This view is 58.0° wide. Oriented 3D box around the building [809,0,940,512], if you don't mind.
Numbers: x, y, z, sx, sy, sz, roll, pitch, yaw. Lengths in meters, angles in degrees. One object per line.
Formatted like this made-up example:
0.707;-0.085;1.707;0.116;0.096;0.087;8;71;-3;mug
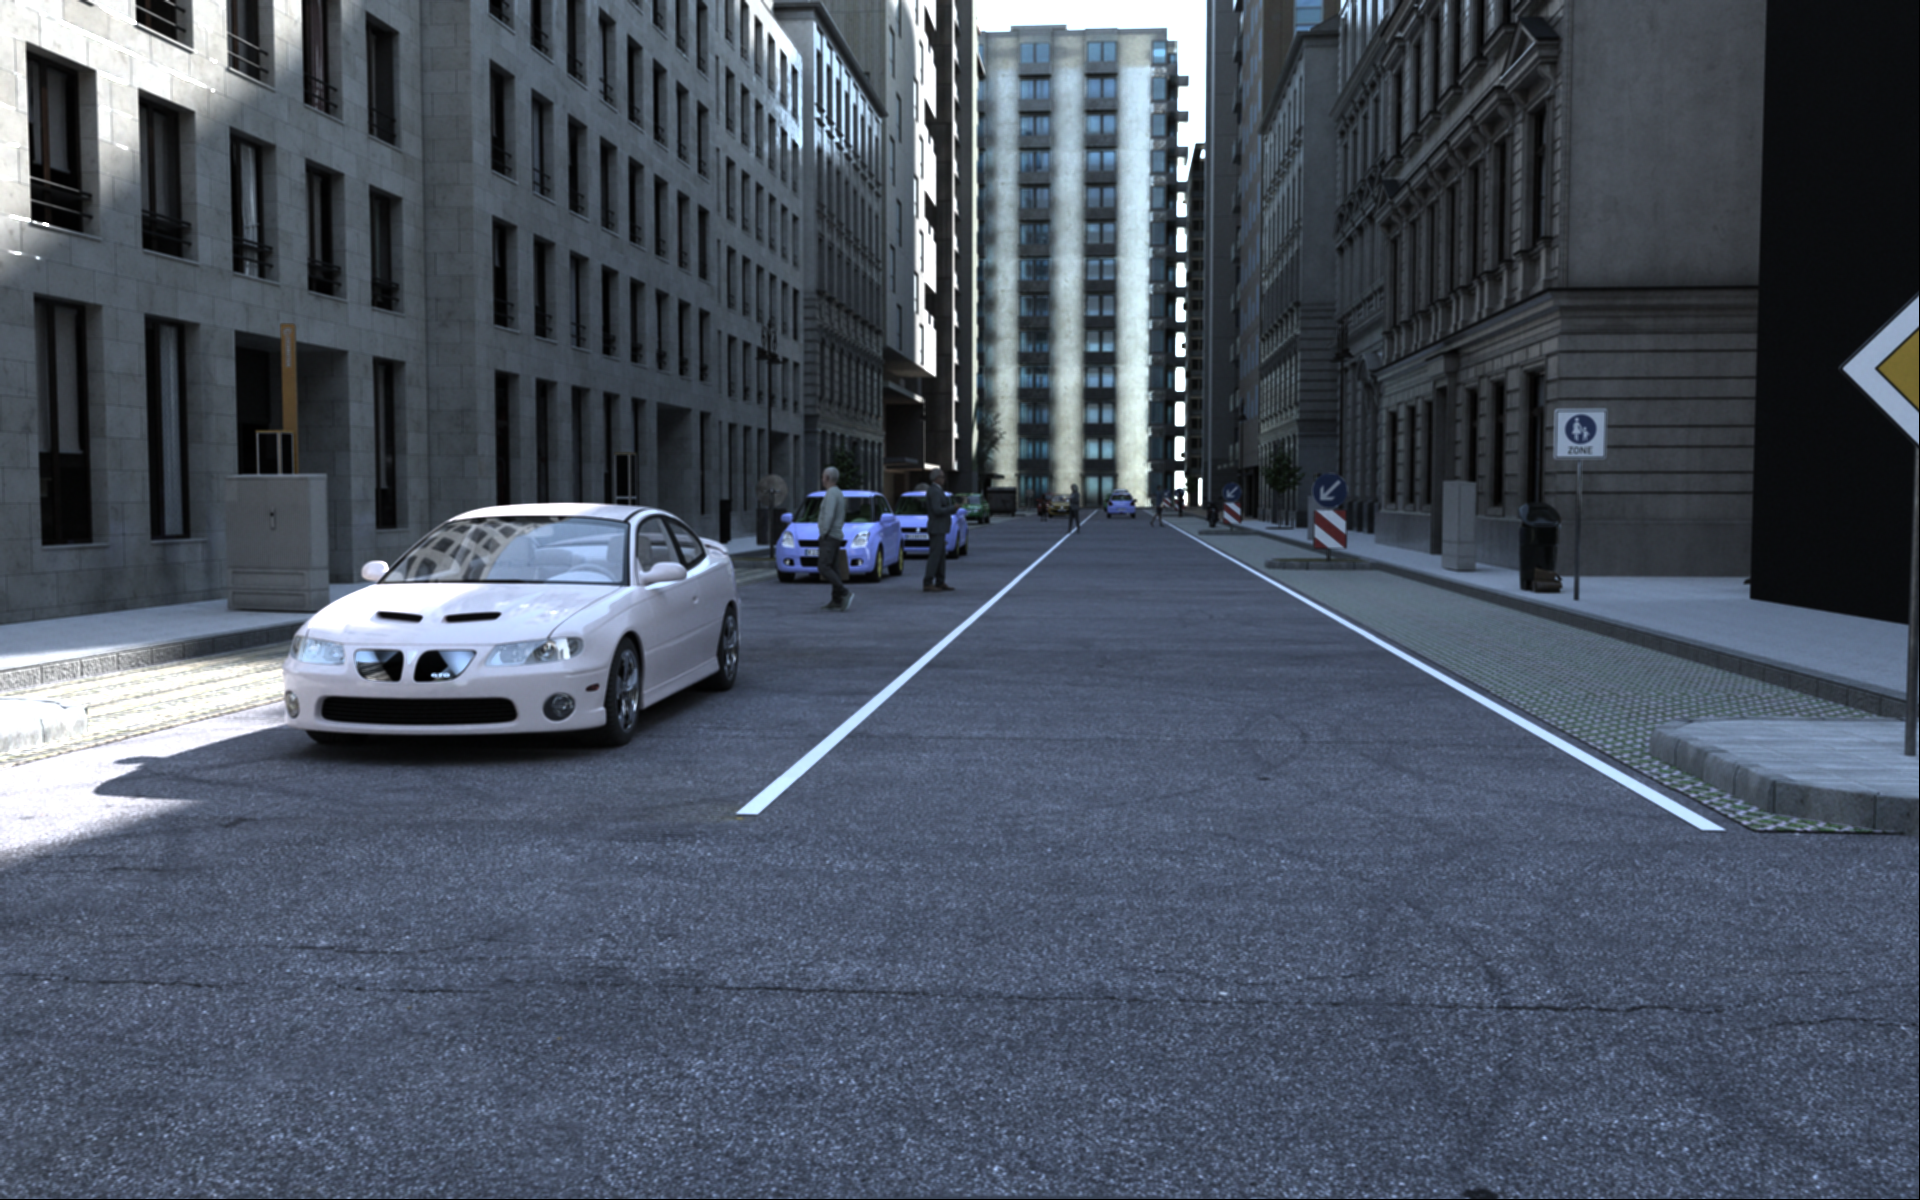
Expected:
-15.815;-31.158;98.677;28.713;52.752;27.495;0;4;5;building

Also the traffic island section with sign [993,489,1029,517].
3.184;-6.250;110.821;1.989;1.847;2.006;0;4;5;traffic island section with sign

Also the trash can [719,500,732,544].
-6.276;-2.044;45.072;0.748;1.137;0.748;0;3;0;trash can

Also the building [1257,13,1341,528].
18.238;-13.732;73.667;9.793;20.994;18.267;0;4;5;building

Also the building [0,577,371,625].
-14.352;-10.051;19.083;10.420;20.320;16.860;0;4;5;building

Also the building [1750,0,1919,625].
17.004;-11.254;13.688;15.834;23.373;12.332;0;4;5;building

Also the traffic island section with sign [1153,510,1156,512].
16.266;-7.864;137.207;1.989;1.847;2.006;0;4;5;traffic island section with sign

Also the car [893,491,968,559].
-0.768;-1.830;39.506;1.945;1.707;3.694;0;4;5;car

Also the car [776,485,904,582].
-1.994;-1.205;29.299;1.945;1.707;3.694;0;4;6;car

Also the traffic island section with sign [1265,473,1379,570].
6.923;-1.514;33.384;1.989;1.847;2.006;0;4;5;traffic island section with sign

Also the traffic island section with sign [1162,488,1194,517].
13.810;-6.197;109.945;1.989;1.847;2.006;0;4;5;traffic island section with sign

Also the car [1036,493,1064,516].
6.178;-6.570;116.465;2.155;1.783;4.494;0;4;5;car

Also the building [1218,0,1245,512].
29.448;-30.156;112.664;23.786;49.044;30.456;0;4;5;building

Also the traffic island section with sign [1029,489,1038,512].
5.590;-7.892;137.669;1.989;1.847;2.006;0;4;5;traffic island section with sign

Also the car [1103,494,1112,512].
12.653;-8.114;141.461;1.959;1.807;4.718;0;4;4;car

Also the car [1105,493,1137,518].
9.696;-5.790;104.249;1.945;1.707;3.694;0;4;4;car

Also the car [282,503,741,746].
-2.693;0.059;11.405;2.083;1.381;4.827;0;4;5;car

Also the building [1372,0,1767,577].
14.681;-10.425;35.069;10.561;19.102;19.286;0;4;5;building

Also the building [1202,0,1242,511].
30.617;-36.691;141.892;21.231;58.520;28.212;0;4;5;building

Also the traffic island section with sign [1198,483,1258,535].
9.389;-3.191;60.807;1.989;1.847;2.006;0;4;5;traffic island section with sign

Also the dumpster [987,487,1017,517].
2.556;-6.006;106.406;1.865;1.857;1.264;0;4;6;dumpster

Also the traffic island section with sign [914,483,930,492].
-1.289;-3.207;61.063;1.989;1.847;2.006;0;4;5;traffic island section with sign

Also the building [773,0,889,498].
-8.930;-13.550;70.691;9.793;20.994;18.267;0;4;5;building

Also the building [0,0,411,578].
-12.057;-11.072;35.774;10.420;20.320;16.860;0;4;5;building

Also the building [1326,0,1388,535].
17.907;-13.787;54.302;11.050;23.489;19.941;0;4;5;building

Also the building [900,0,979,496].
-6.286;-26.631;119.010;14.154;41.232;14.086;0;4;5;building

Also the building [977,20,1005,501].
-11.203;-30.292;149.894;28.867;44.769;22.147;0;4;5;building

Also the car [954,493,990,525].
0.399;-4.505;82.448;1.959;1.807;4.718;0;4;7;car

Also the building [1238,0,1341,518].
22.206;-26.934;90.484;14.600;45.320;14.200;0;4;5;building

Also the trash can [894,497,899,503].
-2.804;-4.390;83.423;0.748;1.137;0.748;0;3;0;trash can

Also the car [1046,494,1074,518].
6.318;-5.898;106.653;2.015;1.641;3.980;0;4;4;car

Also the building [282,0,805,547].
-11.393;-12.101;52.610;10.420;20.320;16.860;0;4;5;building

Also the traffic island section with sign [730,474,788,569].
-3.735;-1.550;33.975;1.989;1.847;2.006;0;4;5;traffic island section with sign
